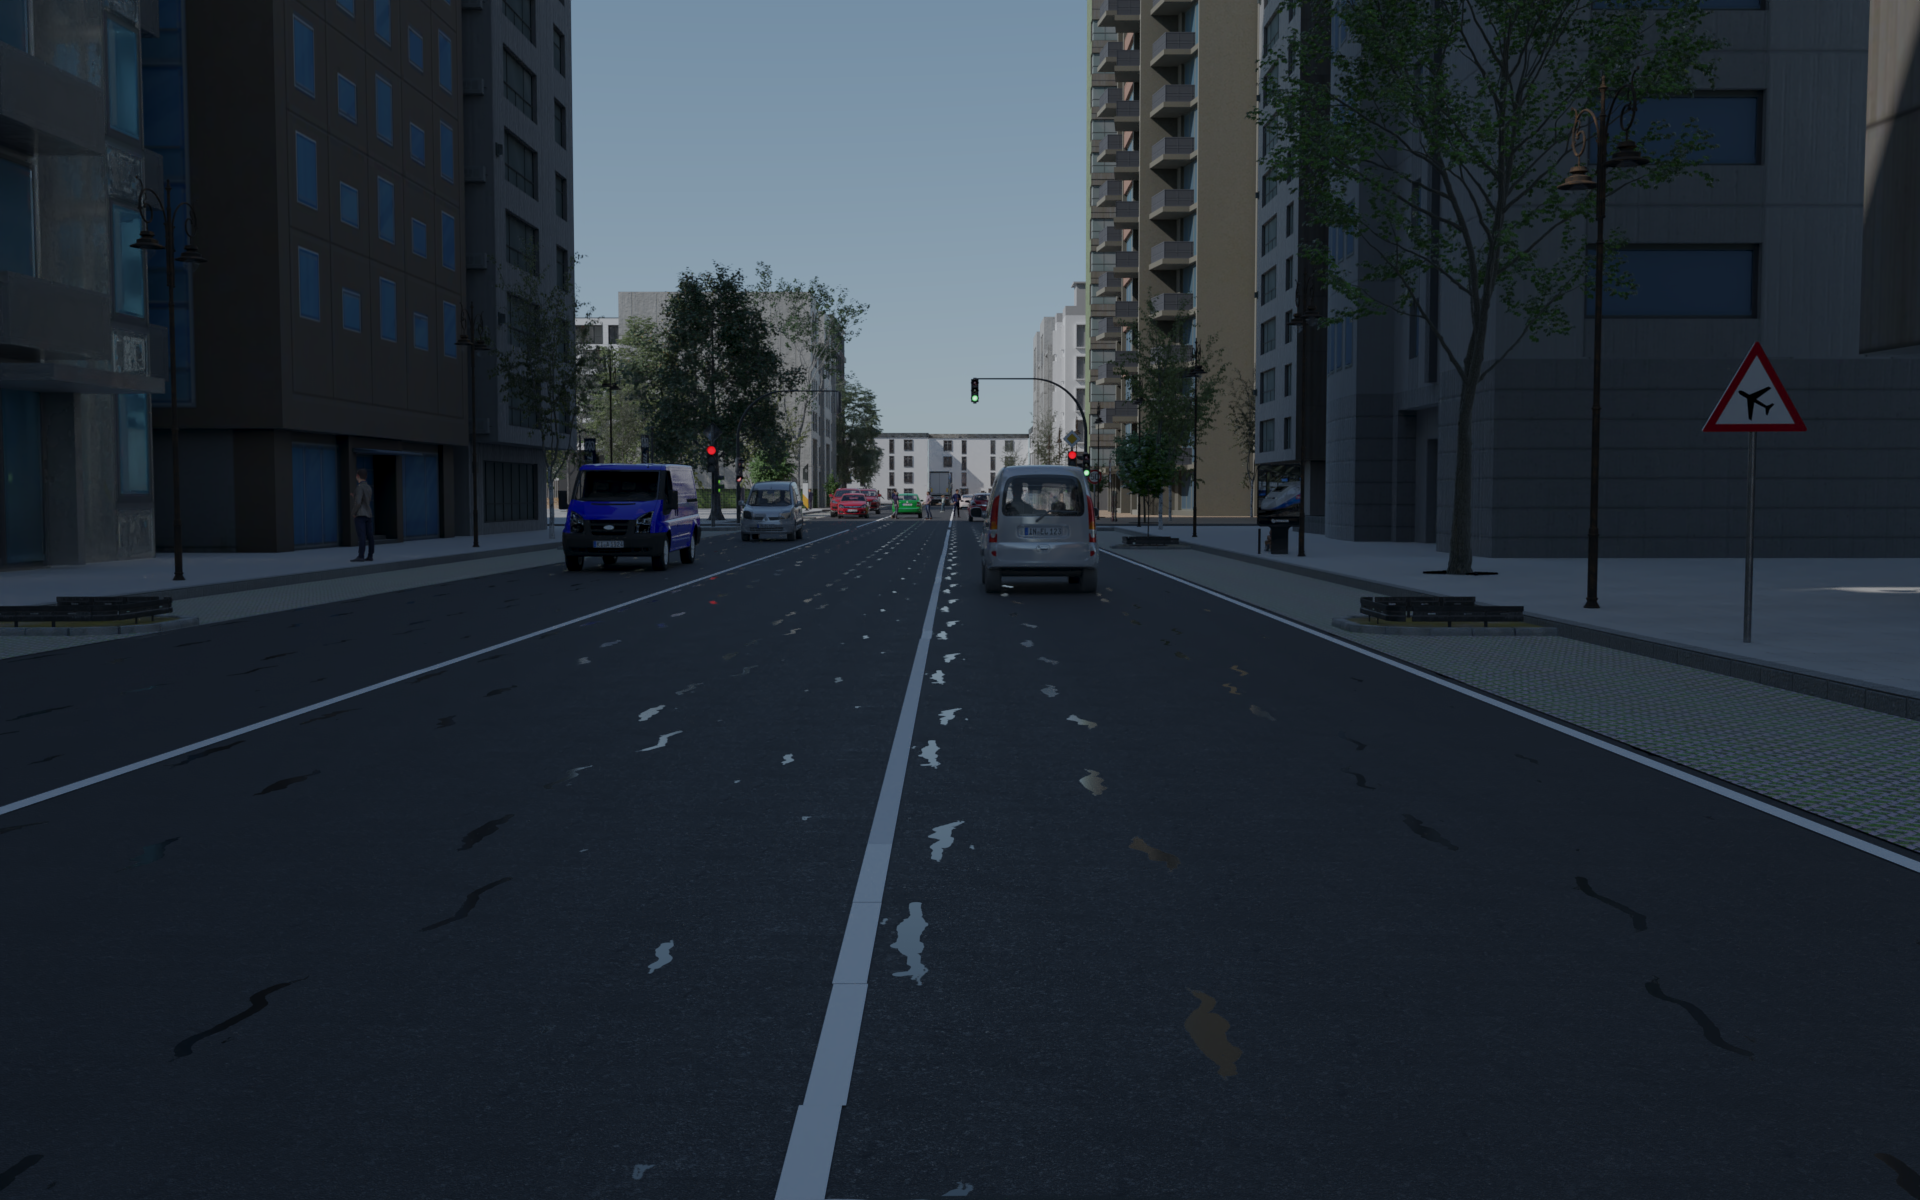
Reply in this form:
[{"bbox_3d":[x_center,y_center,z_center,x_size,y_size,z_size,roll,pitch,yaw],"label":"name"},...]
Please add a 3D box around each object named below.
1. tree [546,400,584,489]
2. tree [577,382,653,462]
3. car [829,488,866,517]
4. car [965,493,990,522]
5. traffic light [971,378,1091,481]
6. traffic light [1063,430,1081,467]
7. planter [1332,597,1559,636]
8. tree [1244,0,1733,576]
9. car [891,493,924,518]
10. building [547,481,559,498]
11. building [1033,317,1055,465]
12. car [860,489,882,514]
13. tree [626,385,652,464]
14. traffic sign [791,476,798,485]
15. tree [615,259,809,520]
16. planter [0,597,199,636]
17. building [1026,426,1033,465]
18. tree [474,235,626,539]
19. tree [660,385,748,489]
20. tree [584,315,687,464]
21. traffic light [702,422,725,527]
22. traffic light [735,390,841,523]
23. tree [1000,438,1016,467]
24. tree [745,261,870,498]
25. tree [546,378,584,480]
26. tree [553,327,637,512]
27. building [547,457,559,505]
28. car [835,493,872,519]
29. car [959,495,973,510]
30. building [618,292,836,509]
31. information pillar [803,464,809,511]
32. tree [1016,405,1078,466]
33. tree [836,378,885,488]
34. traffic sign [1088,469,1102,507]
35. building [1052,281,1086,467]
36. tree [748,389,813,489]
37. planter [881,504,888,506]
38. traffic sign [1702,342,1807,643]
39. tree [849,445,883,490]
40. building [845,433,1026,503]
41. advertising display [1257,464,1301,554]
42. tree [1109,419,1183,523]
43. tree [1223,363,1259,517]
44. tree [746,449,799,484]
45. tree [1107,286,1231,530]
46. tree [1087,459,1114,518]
[{"bbox_3d":[-22.670,-8.802,94.272,4.737,8.622,4.395,0,3,0],"label":"tree"},{"bbox_3d":[-28.806,-13.535,147.054,9.928,11.665,9.643,0,3,0],"label":"tree"},{"bbox_3d":[-6.960,-6.066,107.849,2.281,1.827,5.304,0,4,-1],"label":"car"},{"bbox_3d":[1.335,-5.047,91.555,2.155,1.783,4.494,0,4,0],"label":"car"},{"bbox_3d":[2.797,-5.686,67.634,4.771,5.953,1.251,0,3,0],"label":"traffic light"},{"bbox_3d":[4.874,-5.312,75.764,0.839,4.253,0.868,0,3,0],"label":"traffic light"},{"bbox_3d":[5.012,0.171,18.344,1.991,0.319,1.994,0,3,0],"label":"planter"},{"bbox_3d":[8.116,-6.205,27.214,9.928,11.665,9.643,0,3,0],"label":"tree"},{"bbox_3d":[-3.150,-5.815,103.870,1.959,1.807,4.718,0,4,-1],"label":"car"},{"bbox_3d":[-66.962,-23.164,245.181,31.486,18.905,16.747,0,3,0],"label":"building"},{"bbox_3d":[16.712,-19.252,181.235,16.747,18.905,31.486,0,3,0],"label":"building"},{"bbox_3d":[-6.743,-7.076,124.369,2.281,1.827,5.304,0,4,-1],"label":"car"},{"bbox_3d":[-20.312,-9.362,103.428,4.360,8.622,3.978,0,3,0],"label":"tree"},{"bbox_3d":[-11.703,-7.374,120.665,0.768,2.556,0.104,0,4,4],"label":"traffic sign"},{"bbox_3d":[-12.073,-10.285,85.163,9.611,12.733,9.660,0,3,0],"label":"tree"},{"bbox_3d":[-9.272,0.170,18.357,1.991,0.319,1.994,0,3,0],"label":"planter"},{"bbox_3d":[13.476,-16.481,211.609,9.099,9.664,28.070,0,3,0],"label":"building"},{"bbox_3d":[-11.634,-6.042,49.154,4.360,8.622,3.978,0,3,0],"label":"tree"},{"bbox_3d":[-15.028,-8.860,95.222,4.737,8.622,4.395,0,3,0],"label":"tree"},{"bbox_3d":[-20.198,-11.779,110.711,7.486,12.596,7.792,0,3,0],"label":"tree"},{"bbox_3d":[-9.653,-4.821,67.737,0.839,4.253,0.868,0,3,0],"label":"traffic light"},{"bbox_3d":[-7.576,-6.183,75.761,4.771,5.953,1.251,0,3,0],"label":"traffic light"},{"bbox_3d":[7.153,-17.002,228.336,4.360,8.622,3.978,0,3,0],"label":"tree"},{"bbox_3d":[-13.813,-17.433,140.925,12.611,20.169,13.585,0,3,0],"label":"tree"},{"bbox_3d":[-34.552,-14.128,137.654,9.857,13.997,8.962,0,3,0],"label":"tree"},{"bbox_3d":[-27.937,-13.053,123.788,12.009,13.543,11.850,0,3,0],"label":"tree"},{"bbox_3d":[-53.022,-22.052,216.976,11.380,20.091,16.016,0,3,0],"label":"building"},{"bbox_3d":[-6.292,-5.715,102.475,2.155,1.783,4.494,0,4,-2],"label":"car"},{"bbox_3d":[0.817,-9.013,159.718,2.083,1.381,4.827,0,4,-1],"label":"car"},{"bbox_3d":[-21.443,-18.394,167.203,16.747,18.905,31.486,0,3,0],"label":"building"},{"bbox_3d":[-11.774,-8.618,132.261,0.504,3.616,0.183,2,4,31],"label":"information pillar"},{"bbox_3d":[7.493,-11.796,143.224,4.360,8.622,3.978,0,3,0],"label":"tree"},{"bbox_3d":[-12.604,-17.324,189.897,9.857,13.997,8.962,0,3,0],"label":"tree"},{"bbox_3d":[6.877,-5.410,88.551,0.768,2.556,0.104,0,4,2],"label":"traffic sign"},{"bbox_3d":[16.663,-18.556,159.804,16.016,20.091,11.380,0,3,0],"label":"building"},{"bbox_3d":[-12.069,-10.002,113.899,4.737,8.622,4.395,0,3,0],"label":"tree"},{"bbox_3d":[-9.619,-11.286,205.661,1.991,0.319,1.994,0,3,0],"label":"planter"},{"bbox_3d":[6.797,-0.910,14.880,0.884,2.594,0.081,0,4,1],"label":"traffic sign"},{"bbox_3d":[-11.876,-16.624,222.159,4.737,8.622,4.395,0,3,0],"label":"tree"},{"bbox_3d":[-4.402,-18.310,241.520,28.070,9.664,9.099,0,3,0],"label":"building"},{"bbox_3d":[6.817,-1.937,36.879,0.974,1.923,0.123,1,4,12],"label":"advertising display"},{"bbox_3d":[8.224,-5.664,76.320,4.285,4.588,4.351,0,3,0],"label":"tree"},{"bbox_3d":[16.306,-8.876,95.489,4.360,8.622,3.978,0,3,0],"label":"tree"},{"bbox_3d":[-11.854,-7.683,109.331,4.285,4.588,4.351,0,3,0],"label":"tree"},{"bbox_3d":[7.459,-6.833,62.086,4.737,8.622,4.395,0,3,0],"label":"tree"},{"bbox_3d":[7.338,-6.083,94.062,1.663,3.219,1.824,0,3,0],"label":"tree"}]
